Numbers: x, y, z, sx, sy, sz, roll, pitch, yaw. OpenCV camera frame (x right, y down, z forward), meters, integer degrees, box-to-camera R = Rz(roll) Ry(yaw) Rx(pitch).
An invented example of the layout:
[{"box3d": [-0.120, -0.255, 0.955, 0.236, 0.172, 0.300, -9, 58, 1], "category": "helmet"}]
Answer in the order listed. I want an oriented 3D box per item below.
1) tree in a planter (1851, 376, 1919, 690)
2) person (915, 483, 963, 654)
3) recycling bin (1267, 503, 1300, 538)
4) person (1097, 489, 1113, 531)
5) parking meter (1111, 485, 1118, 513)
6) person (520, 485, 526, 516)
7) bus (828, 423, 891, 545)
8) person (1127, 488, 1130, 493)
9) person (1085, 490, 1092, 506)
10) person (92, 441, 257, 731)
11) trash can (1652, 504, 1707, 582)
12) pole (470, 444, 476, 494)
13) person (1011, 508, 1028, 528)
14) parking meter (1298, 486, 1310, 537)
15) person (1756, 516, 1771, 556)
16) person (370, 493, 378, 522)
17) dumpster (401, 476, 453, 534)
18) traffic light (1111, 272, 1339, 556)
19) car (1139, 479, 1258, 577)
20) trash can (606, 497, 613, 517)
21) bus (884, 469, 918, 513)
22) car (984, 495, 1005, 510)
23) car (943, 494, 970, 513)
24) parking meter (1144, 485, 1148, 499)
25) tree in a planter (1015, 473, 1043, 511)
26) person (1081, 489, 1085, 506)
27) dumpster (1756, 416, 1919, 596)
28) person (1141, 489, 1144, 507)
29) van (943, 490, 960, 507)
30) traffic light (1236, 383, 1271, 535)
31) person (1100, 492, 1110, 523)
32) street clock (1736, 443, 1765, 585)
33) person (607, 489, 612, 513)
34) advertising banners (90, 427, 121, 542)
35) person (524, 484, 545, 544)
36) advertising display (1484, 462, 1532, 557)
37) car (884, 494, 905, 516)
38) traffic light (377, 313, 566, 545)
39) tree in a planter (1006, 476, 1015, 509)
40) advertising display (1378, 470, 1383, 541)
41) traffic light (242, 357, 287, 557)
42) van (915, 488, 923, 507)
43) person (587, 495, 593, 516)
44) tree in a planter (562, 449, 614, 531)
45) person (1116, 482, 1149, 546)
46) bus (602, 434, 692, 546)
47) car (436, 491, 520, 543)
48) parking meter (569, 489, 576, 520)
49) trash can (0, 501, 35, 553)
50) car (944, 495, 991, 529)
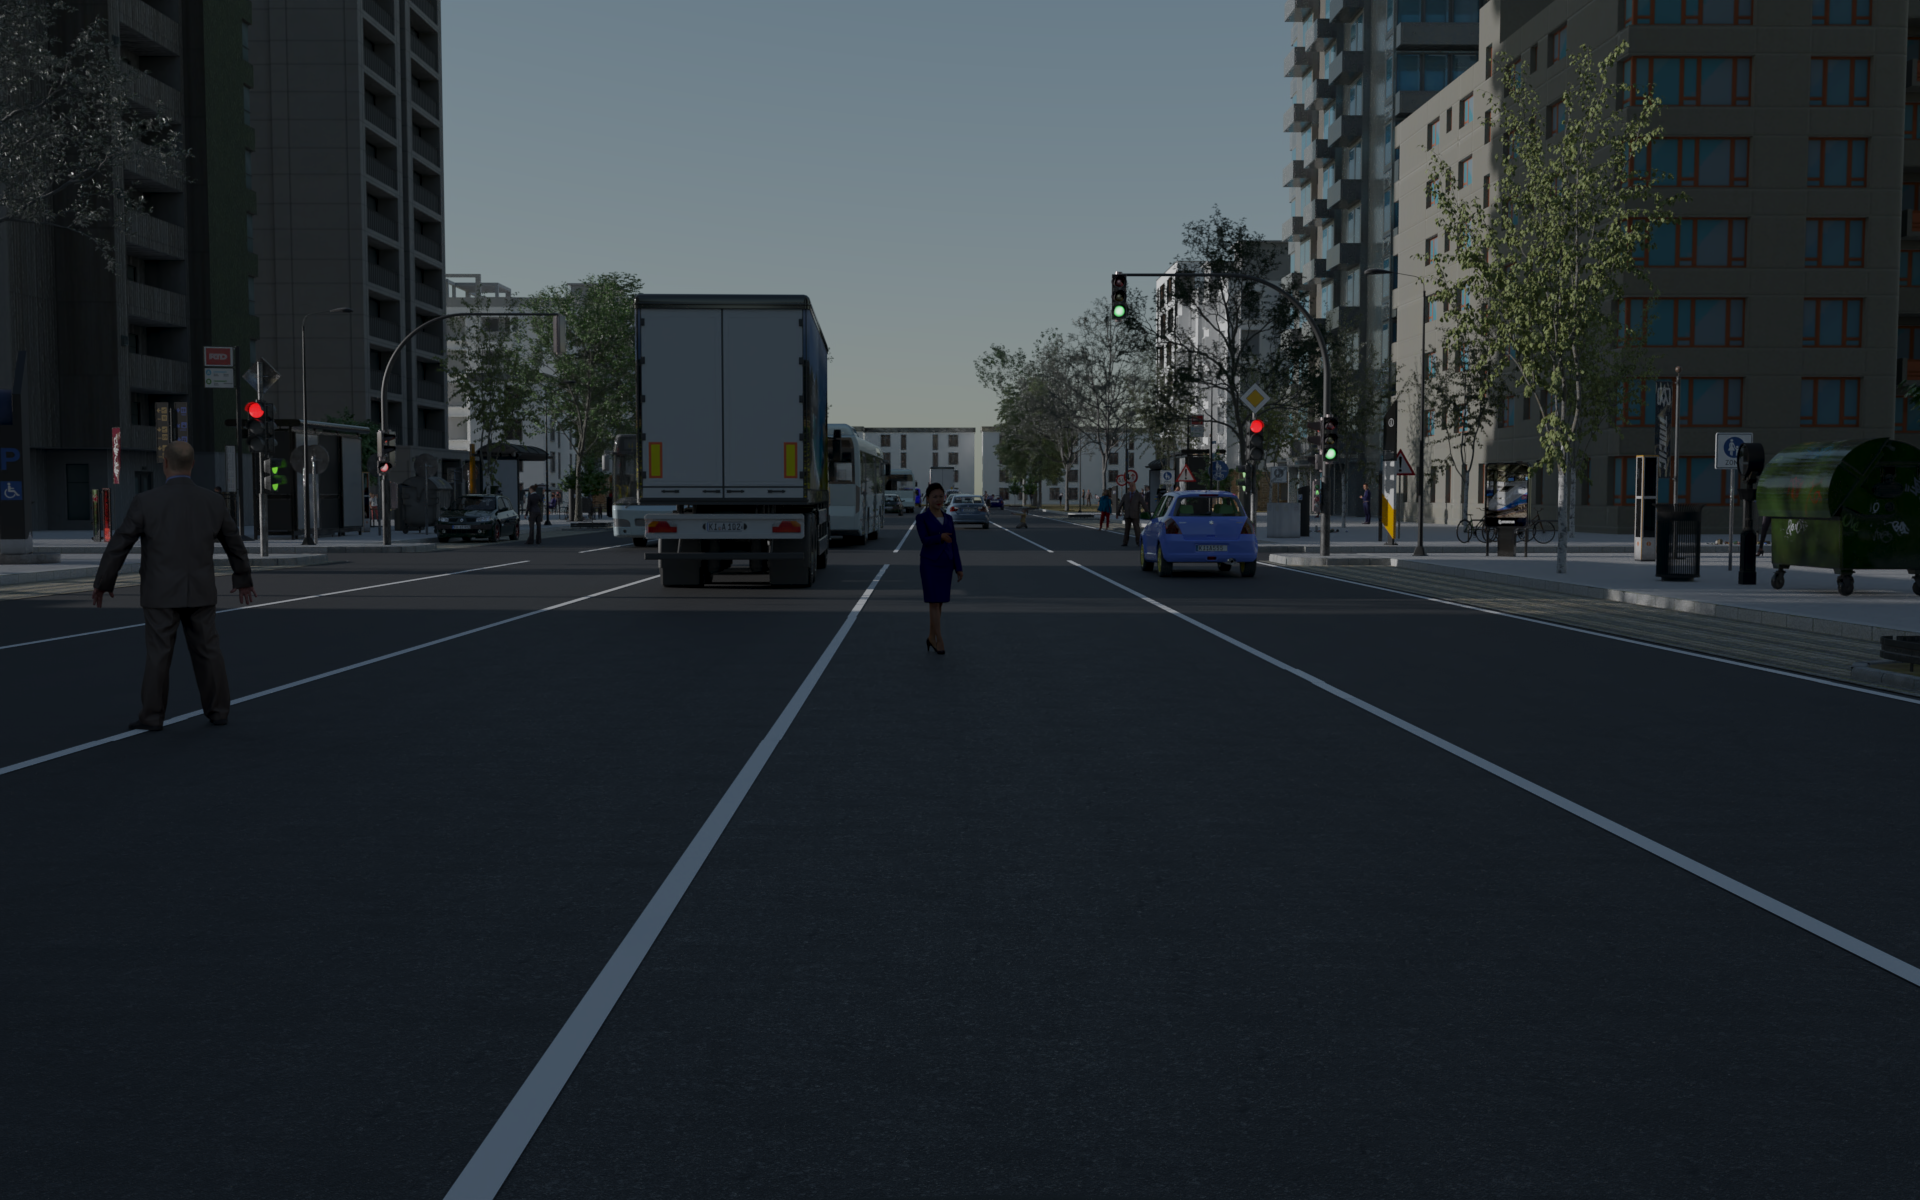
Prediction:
[{"box3d": [7.935, -0.966, 13.016, 1.991, 3.239, 1.994, 0, 4, -1], "category": "tree in a planter"}, {"box3d": [-0.136, -0.285, 15.530, 0.546, 1.535, 0.453, 3, 5, 40], "category": "person"}, {"box3d": [9.469, -2.332, 50.688, 0.722, 1.027, 0.722, -2, 4, -25], "category": "recycling bin"}, {"box3d": [5.669, -3.515, 67.679, 0.444, 1.614, 0.593, -3, 5, -43], "category": "person"}, {"box3d": [10.400, -6.770, 116.397, 0.399, 1.863, 0.255, 2, 4, 29], "category": "parking meter"}, {"box3d": [-25.877, -5.856, 101.924, 0.598, 1.807, 0.434, 0, 4, 5], "category": "person"}, {"box3d": [-3.823, -3.478, 51.729, 2.948, 3.499, 13.247, 0, 4, 1], "category": "bus"}, {"box3d": [12.021, -7.173, 123.846, 0.617, 1.759, 0.750, -2, 4, -23], "category": "person"}, {"box3d": [13.714, -10.892, 184.686, 0.990, 1.755, 0.434, 3, 5, 45], "category": "person"}, {"box3d": [-4.831, -0.097, 10.642, 0.990, 1.755, 0.434, -3, 5, -42], "category": "person"}, {"box3d": [10.593, -0.849, 25.534, 0.748, 1.137, 0.748, 0, 3, 0], "category": "trash can"}, {"box3d": [-19.744, -4.670, 70.195, 0.158, 3.312, 0.155, 0, 3, 0], "category": "pole"}, {"box3d": [2.505, -3.414, 72.250, 0.695, 0.859, 0.347, -1, 4, -12], "category": "person"}, {"box3d": [10.360, -2.680, 52.222, 0.372, 1.533, 0.369, 0, 3, 0], "category": "parking meter"}, {"box3d": [16.567, -1.709, 35.457, 0.593, 1.643, 0.415, 1, 4, 17], "category": "person"}, {"box3d": [-27.192, -4.314, 80.492, 0.435, 1.345, 0.340, -3, 4, -38], "category": "person"}, {"box3d": [-17.364, -3.096, 56.373, 1.264, 1.857, 1.865, 0, 4, -1], "category": "dumpster"}, {"box3d": [5.453, -3.730, 35.659, 4.771, 5.953, 1.251, 0, 4, -1], "category": "traffic light"}, {"box3d": [4.241, -1.322, 31.202, 1.945, 1.707, 3.694, 0, 4, -1], "category": "car"}, {"box3d": [-19.221, -5.140, 95.690, 0.748, 1.137, 0.748, 0, 3, 0], "category": "trash can"}, {"box3d": [-4.796, -8.598, 135.443, 2.948, 3.499, 13.247, 0, 4, -1], "category": "bus"}, {"box3d": [3.110, -8.887, 157.881, 1.945, 1.354, 3.894, 0, 4, 0], "category": "car"}, {"box3d": [0.026, -5.137, 95.795, 2.131, 1.459, 4.920, 0, 4, 1], "category": "car"}, {"box3d": [12.113, -6.535, 112.562, 0.255, 1.863, 0.399, 0, 4, -7], "category": "parking meter"}, {"box3d": [5.900, -9.078, 145.644, 1.991, 3.239, 1.994, 0, 4, -1], "category": "tree in a planter"}, {"box3d": [13.621, -11.341, 191.478, 0.705, 1.822, 1.348, 1, 4, 14], "category": "person"}, {"box3d": [11.516, -1.222, 22.466, 1.502, 2.255, 1.985, 0, 4, -1], "category": "dumpster"}, {"box3d": [17.767, -9.867, 168.173, 0.445, 1.727, 0.742, 1, 4, 21], "category": "person"}, {"box3d": [-0.712, -9.518, 162.622, 2.013, 2.044, 4.112, 0, 4, -2], "category": "van"}, {"box3d": [7.421, -3.358, 43.816, 0.839, 4.253, 0.868, 0, 4, -1], "category": "traffic light"}, {"box3d": [7.054, -4.491, 84.466, 0.480, 1.512, 0.613, 2, 4, 34], "category": "person"}, {"box3d": [11.166, -1.219, 24.505, 0.358, 2.002, 0.471, 0, 4, 5], "category": "street clock"}, {"box3d": [-19.934, -5.608, 99.443, 0.593, 1.614, 0.444, 2, 4, 34], "category": "person"}, {"box3d": [-22.689, -3.048, 46.023, 2.074, 3.025, 0.090, 3, 5, 44], "category": "advertising banners"}, {"box3d": [-12.198, -2.472, 49.728, 0.445, 1.727, 0.742, 1, 4, 9], "category": "person"}, {"box3d": [11.201, -1.848, 35.433, 0.123, 1.923, 0.974, -3, 5, -45], "category": "advertising display"}, {"box3d": [-4.619, -6.360, 113.780, 2.009, 1.686, 4.222, 0, 4, 0], "category": "car"}, {"box3d": [-12.307, -4.212, 43.535, 4.771, 5.953, 1.251, 0, 4, -1], "category": "traffic light"}, {"box3d": [5.491, -10.733, 172.705, 1.991, 3.239, 1.994, 0, 4, -1], "category": "tree in a planter"}, {"box3d": [11.479, -2.571, 47.253, 0.123, 1.923, 0.974, 1, 4, 13], "category": "advertising display"}, {"box3d": [-14.275, -2.848, 35.484, 0.839, 4.253, 0.868, 0, 4, -1], "category": "traffic light"}, {"box3d": [-5.128, -11.178, 187.143, 2.240, 2.365, 5.245, 0, 3, 0], "category": "van"}, {"box3d": [-21.993, -5.884, 102.976, 0.376, 1.734, 0.841, -1, 4, -8], "category": "person"}, {"box3d": [-14.495, -4.339, 68.159, 1.991, 3.239, 1.994, 0, 4, -1], "category": "tree in a planter"}, {"box3d": [4.730, -2.349, 47.452, 0.990, 1.755, 0.434, 2, 4, 24], "category": "person"}, {"box3d": [-7.739, -3.381, 50.147, 2.948, 3.499, 13.247, 0, 4, -1], "category": "bus"}, {"box3d": [-14.447, -2.582, 52.005, 2.009, 1.686, 4.222, 0, 4, -2], "category": "car"}, {"box3d": [-18.820, -4.632, 84.152, 0.372, 1.533, 0.369, 0, 3, 0], "category": "parking meter"}, {"box3d": [-18.498, -1.360, 33.885, 0.748, 1.137, 0.748, 0, 3, 0], "category": "trash can"}, {"box3d": [0.324, -3.685, 72.253, 2.014, 1.417, 4.499, 0, 4, 0], "category": "car"}]
